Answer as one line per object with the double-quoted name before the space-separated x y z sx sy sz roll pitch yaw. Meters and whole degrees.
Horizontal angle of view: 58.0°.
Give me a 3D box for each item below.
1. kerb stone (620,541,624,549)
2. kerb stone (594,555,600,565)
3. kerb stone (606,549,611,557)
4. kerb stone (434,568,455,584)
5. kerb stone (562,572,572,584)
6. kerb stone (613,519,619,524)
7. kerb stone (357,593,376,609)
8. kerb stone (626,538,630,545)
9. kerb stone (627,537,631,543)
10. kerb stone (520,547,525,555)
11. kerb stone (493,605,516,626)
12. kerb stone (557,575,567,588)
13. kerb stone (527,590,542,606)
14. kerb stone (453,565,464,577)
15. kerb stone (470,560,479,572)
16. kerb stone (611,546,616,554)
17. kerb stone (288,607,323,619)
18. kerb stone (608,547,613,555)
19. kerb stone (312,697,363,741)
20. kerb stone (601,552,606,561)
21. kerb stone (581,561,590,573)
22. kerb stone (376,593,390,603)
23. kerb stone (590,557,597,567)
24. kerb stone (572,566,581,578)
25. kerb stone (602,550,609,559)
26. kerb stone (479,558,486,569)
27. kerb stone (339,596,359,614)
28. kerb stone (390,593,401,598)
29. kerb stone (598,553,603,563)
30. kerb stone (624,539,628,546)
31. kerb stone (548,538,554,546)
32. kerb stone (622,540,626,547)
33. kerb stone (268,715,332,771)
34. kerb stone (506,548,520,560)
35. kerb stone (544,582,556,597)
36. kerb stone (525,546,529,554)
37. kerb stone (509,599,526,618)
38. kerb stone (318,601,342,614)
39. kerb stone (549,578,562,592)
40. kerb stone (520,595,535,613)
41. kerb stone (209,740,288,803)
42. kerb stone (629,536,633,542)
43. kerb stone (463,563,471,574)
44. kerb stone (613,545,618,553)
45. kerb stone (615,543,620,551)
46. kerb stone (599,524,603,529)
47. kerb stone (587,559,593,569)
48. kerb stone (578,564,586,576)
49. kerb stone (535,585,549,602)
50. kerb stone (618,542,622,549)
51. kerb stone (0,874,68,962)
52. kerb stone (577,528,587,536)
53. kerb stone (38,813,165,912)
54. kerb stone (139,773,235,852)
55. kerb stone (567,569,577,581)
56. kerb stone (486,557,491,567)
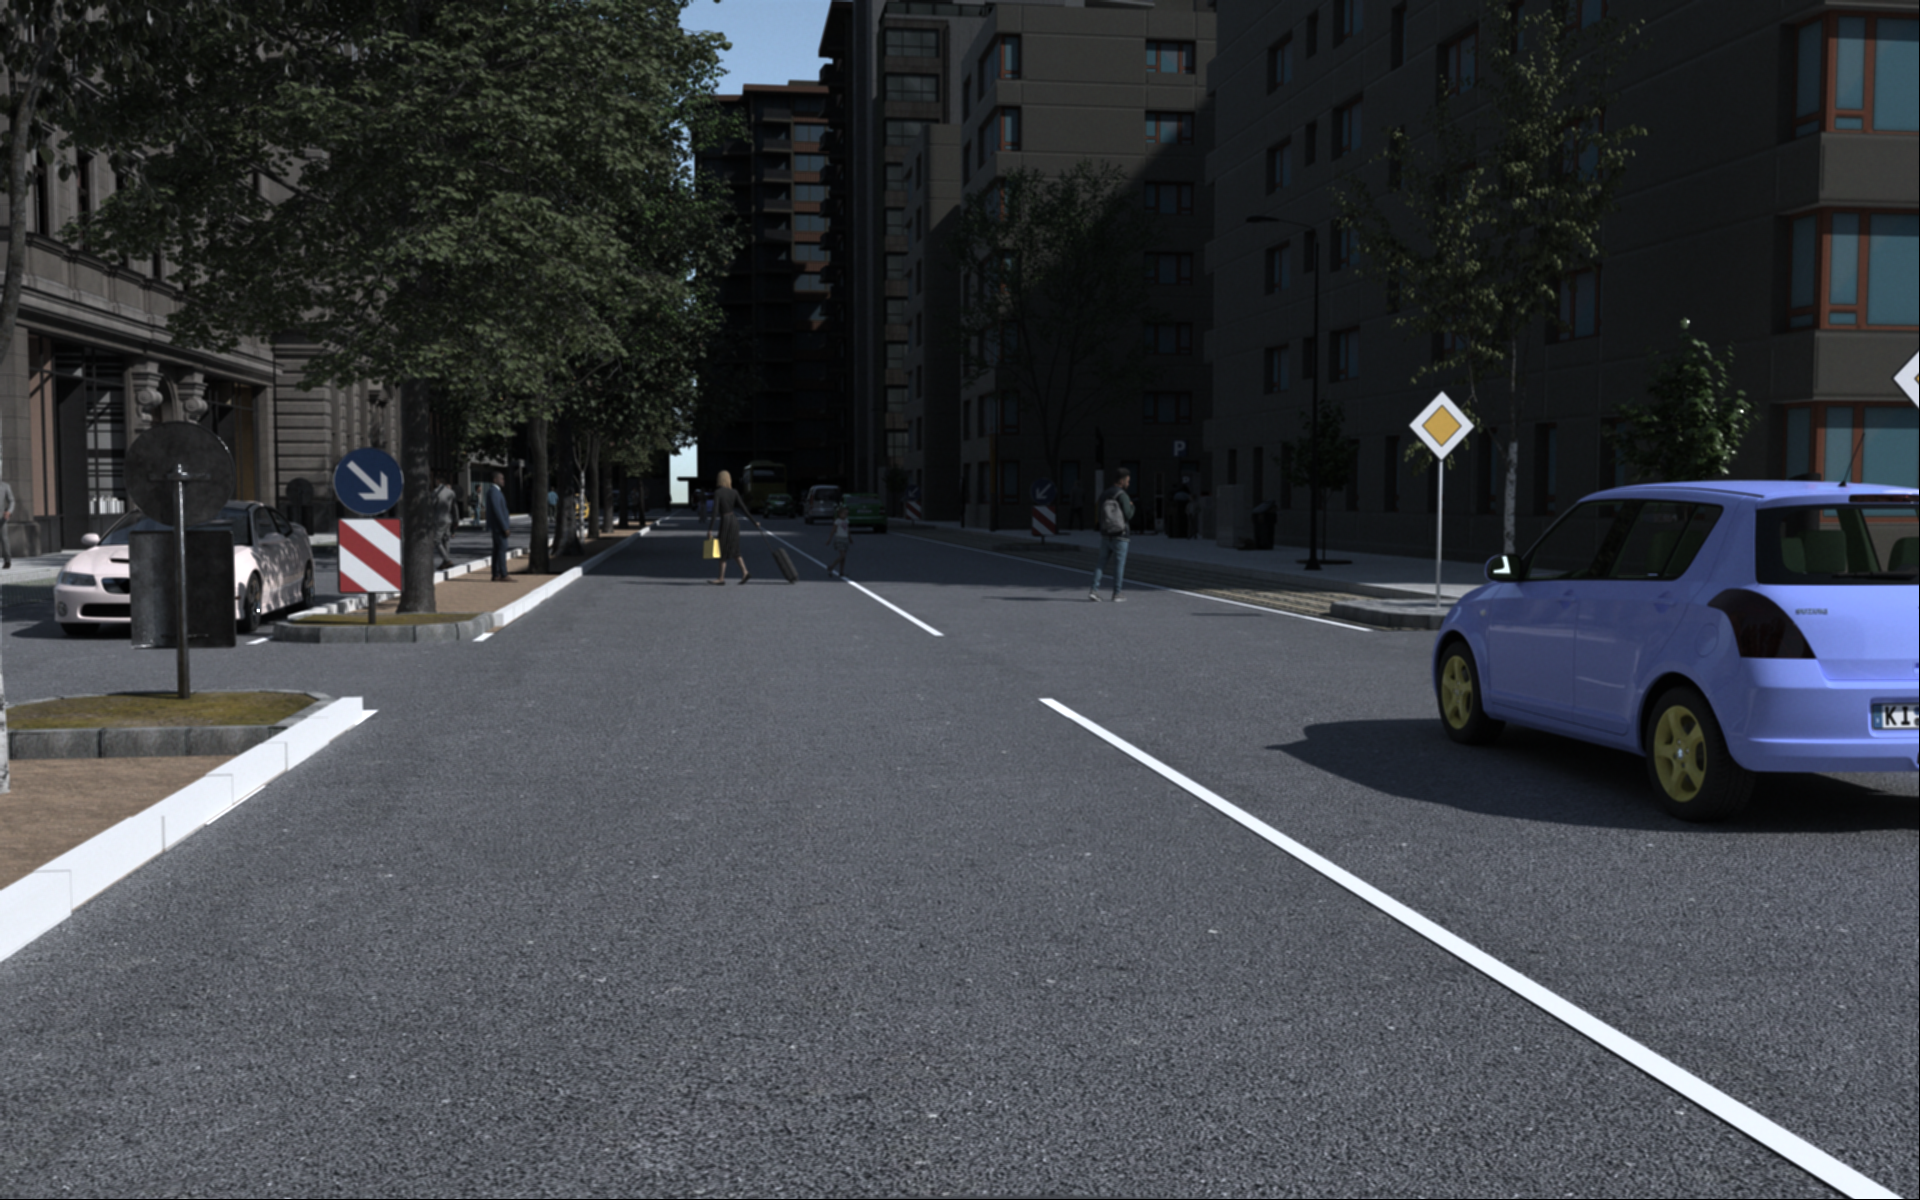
"kerb stone" -8.785 -1.359 44.490 0.120 0.150 1.000 -1 4 -8
"kerb stone" -7.283 -0.741 34.360 0.120 0.150 1.000 -1 4 -8
"kerb stone" -7.889 -0.990 38.404 0.120 0.150 1.000 -1 4 -8
"kerb stone" -8.621 -0.412 28.949 0.120 0.150 1.000 -1 4 -8
"kerb stone" -6.234 -0.307 27.217 0.120 0.150 1.000 -1 4 -8
"kerb stone" -16.991 -3.887 85.750 0.120 0.150 1.000 -1 4 -8
"kerb stone" -7.560 0.022 21.840 0.120 0.150 1.000 -1 4 -8
"kerb stone" -9.222 -1.549 47.527 0.120 0.150 1.000 -1 4 -8
"kerb stone" -9.373 -1.611 48.538 0.120 0.150 1.000 -1 4 -8
"kerb stone" -10.251 -1.091 40.089 0.120 0.150 1.000 -1 4 -8
"kerb stone" -5.041 0.189 19.108 0.120 0.150 1.000 -1 4 -8
"kerb stone" -6.084 -0.243 26.206 0.120 0.150 1.000 -1 4 -8
"kerb stone" -5.484 0.008 22.157 0.120 0.150 1.000 -1 4 -8
"kerb stone" -8.762 -0.469 29.962 0.120 0.150 1.000 -1 4 -8
"kerb stone" -9.058 -0.599 31.985 0.120 0.150 1.000 -1 4 -8
"kerb stone" -8.184 -1.115 40.427 0.120 0.150 1.000 -1 4 -8
"kerb stone" -7.116 0.207 18.803 0.120 0.150 1.000 -1 4 -8
"kerb stone" -8.032 -1.052 39.416 0.120 0.150 1.000 -1 4 -8
"kerb stone" -3.764 0.718 10.453 0.120 0.150 1.000 -1 4 -8
"kerb stone" -7.586 -0.860 36.382 0.120 0.150 1.000 -1 4 -8
"kerb stone" -6.826 -0.557 31.299 0.120 0.150 1.000 -1 4 -8
"kerb stone" -7.713 -0.041 22.862 0.120 0.150 1.000 -1 4 -8
"kerb stone" -7.132 -0.682 33.339 0.120 0.150 1.000 -1 4 -8
"kerb stone" -6.538 -0.432 29.262 0.120 0.150 1.000 -1 4 -8
"kerb stone" -7.733 -0.930 37.393 0.120 0.150 1.000 -1 4 -8
"kerb stone" -9.210 -0.661 32.995 0.120 0.150 1.000 -1 4 -8
"kerb stone" -7.417 0.084 20.828 0.120 0.150 1.000 -1 4 -8
"kerb stone" -7.868 -0.103 23.877 0.120 0.150 1.000 -1 4 -8
"kerb stone" -7.432 -0.806 35.371 0.120 0.150 1.000 -1 4 -8
"kerb stone" -9.082 -1.487 46.514 0.120 0.150 1.000 -1 4 -8
"kerb stone" -11.604 -1.652 49.207 0.120 0.150 1.000 -1 4 -8
"kerb stone" -8.930 -1.426 45.503 0.120 0.150 1.000 -1 4 -8
"kerb stone" -3.610 0.780 9.442 0.120 0.150 1.000 -1 4 -8
"kerb stone" -10.106 -1.033 39.077 0.120 0.150 1.000 -1 4 -8
"kerb stone" -5.782 -0.120 24.180 0.120 0.150 1.000 -1 4 -8
"kerb stone" -10.408 -1.155 41.100 0.120 0.150 1.000 -1 4 -8
"kerb stone" -5.185 0.128 20.120 0.120 0.150 1.000 -1 4 -8
"kerb stone" -7.270 0.146 19.814 0.120 0.150 1.000 -1 4 -8
"kerb stone" -5.935 -0.183 25.194 0.120 0.150 1.000 -1 4 -8
"kerb stone" -5.332 0.070 21.134 0.120 0.150 1.000 -1 4 -8
"kerb stone" -3.466 0.842 8.428 0.120 0.150 1.000 -1 4 -8
"kerb stone" -9.521 -1.673 49.549 0.120 0.150 1.000 -1 4 -8
"kerb stone" -8.916 -0.537 30.972 0.120 0.150 1.000 -1 4 -8
"kerb stone" -8.331 -1.177 41.439 0.120 0.150 1.000 -1 4 -8
"kerb stone" -8.480 -1.239 42.450 0.120 0.150 1.000 -1 4 -8
"kerb stone" -15.346 -3.205 74.591 0.120 0.150 1.000 -1 4 -8
"kerb stone" -6.987 -0.619 32.322 0.120 0.150 1.000 -1 4 -8
"kerb stone" -6.681 -0.494 30.275 0.120 0.150 1.000 -1 4 -8
"kerb stone" -5.640 -0.059 23.167 0.120 0.150 1.000 -1 4 -8
"kerb stone" -8.630 -1.297 43.467 0.120 0.150 1.000 -1 4 -8
"kerb stone" -3.011 1.028 5.389 0.120 0.150 1.000 -1 4 -8
"kerb stone" -13.394 -2.397 61.387 0.120 0.150 1.000 -1 4 -8
"kerb stone" -3.167 0.966 6.401 0.120 0.150 1.000 -1 4 -8
"kerb stone" -3.315 0.909 7.418 0.120 0.150 1.000 -1 4 -8
"kerb stone" -6.388 -0.369 28.233 0.120 0.150 1.000 -1 4 -8
"kerb stone" -9.354 -0.723 34.015 0.120 0.150 1.000 -1 4 -8
